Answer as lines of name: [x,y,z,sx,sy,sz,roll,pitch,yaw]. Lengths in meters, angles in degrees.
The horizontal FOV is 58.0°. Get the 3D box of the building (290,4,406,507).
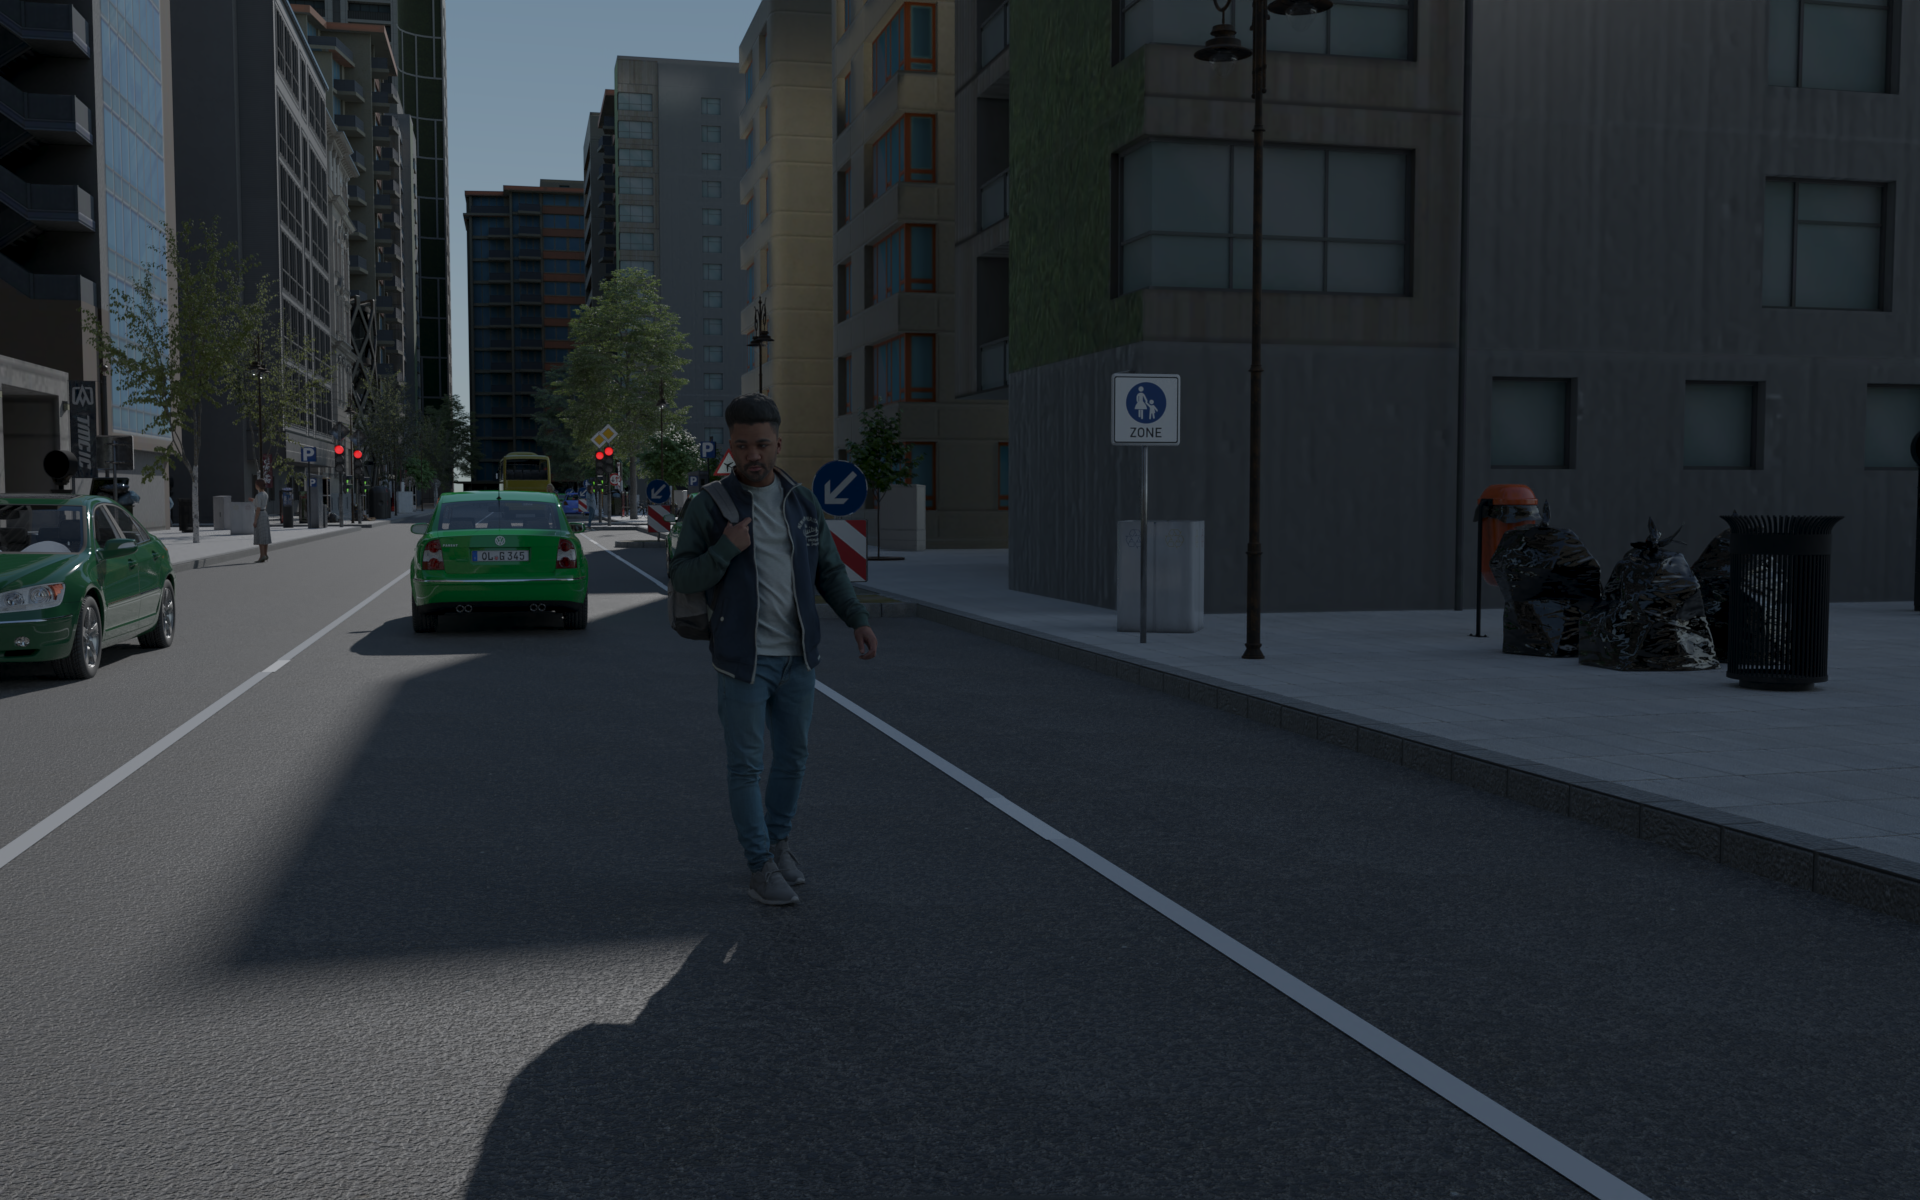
building: [-62.869,-30.768,157.682,22.147,44.769,28.867,-1,4,-14]

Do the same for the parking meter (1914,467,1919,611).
parking meter: [10.645,-0.808,18.918,0.399,1.863,0.255,-3,5,-40]

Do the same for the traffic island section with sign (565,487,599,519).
traffic island section with sign: [-22.108,-5.654,101.073,1.989,1.847,2.006,-1,4,-14]

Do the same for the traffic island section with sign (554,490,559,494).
traffic island section with sign: [-28.833,-7.272,127.519,1.989,1.847,2.006,-1,4,-14]

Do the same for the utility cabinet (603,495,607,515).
utility cabinet: [-20.843,-5.668,103.838,1.020,1.237,0.306,0,4,7]

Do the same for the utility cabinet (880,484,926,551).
utility cabinet: [-1.287,-1.864,39.160,1.173,1.500,0.318,3,5,44]

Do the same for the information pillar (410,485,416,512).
information pillar: [-40.260,-7.523,127.494,0.304,2.012,0.304,2,4,34]

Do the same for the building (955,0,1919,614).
building: [7.034,-20.906,25.404,14.154,41.232,14.086,-1,4,-14]

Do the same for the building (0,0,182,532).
building: [-33.371,-24.649,53.122,14.200,45.320,14.600,-1,4,-14]

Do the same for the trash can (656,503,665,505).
trash can: [-20.987,-6.708,121.321,0.748,1.137,0.748,0,3,0]

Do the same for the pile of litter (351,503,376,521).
pile of litter: [-28.387,-4.184,82.366,1.176,0.858,1.719,-1,4,-16]

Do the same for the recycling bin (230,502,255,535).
recycling bin: [-22.699,-2.588,54.865,0.722,1.027,0.722,-1,4,-16]

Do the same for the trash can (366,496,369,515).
trash can: [-37.249,-5.927,108.555,0.748,1.137,0.748,0,3,0]

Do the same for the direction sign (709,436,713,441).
direction sign: [-9.761,-4.653,68.068,0.379,3.537,0.876,-1,4,-15]

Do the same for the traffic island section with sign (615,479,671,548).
traffic island section with sign: [-8.354,-2.350,47.057,1.989,1.847,2.006,-1,4,-14]

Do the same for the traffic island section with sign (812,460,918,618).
traffic island section with sign: [-1.687,-0.753,20.936,1.989,1.847,2.006,-1,4,-14]

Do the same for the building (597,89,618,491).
building: [-27.703,-32.645,188.378,22.147,44.769,28.867,-1,4,-14]

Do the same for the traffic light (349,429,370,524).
traffic light: [-25.825,-5.232,74.469,0.839,4.253,0.868,-1,4,-14]

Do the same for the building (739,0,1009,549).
building: [8.423,-12.947,56.731,27.650,21.520,28.899,-1,4,-14]

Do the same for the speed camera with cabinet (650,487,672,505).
speed camera with cabinet: [-21.868,-8.092,126.643,0.660,3.252,2.038,-3,5,-44]

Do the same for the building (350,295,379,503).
building: [-52.044,-15.943,128.114,16.820,18.784,16.811,-1,4,-14]

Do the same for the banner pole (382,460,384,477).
banner pole: [-42.743,-8.460,128.343,0.401,3.779,0.863,-2,4,-29]

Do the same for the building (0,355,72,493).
building: [-26.772,-35.955,26.123,20.563,71.187,20.611,-1,4,-14]

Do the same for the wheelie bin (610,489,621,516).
wheelie bin: [-20.262,-5.755,102.001,0.693,1.594,0.980,-3,5,-41]

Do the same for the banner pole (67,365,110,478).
banner pole: [-16.845,-2.671,33.685,0.863,3.779,0.401,-1,4,-18]

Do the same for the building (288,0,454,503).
building: [-80.677,-48.823,236.500,20.611,71.187,20.563,-1,4,-14]

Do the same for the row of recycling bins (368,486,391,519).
row of recycling bins: [-30.333,-5.097,90.442,1.069,1.692,3.534,-1,4,-14]

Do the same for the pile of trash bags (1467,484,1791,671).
pile of trash bags: [5.221,-0.275,14.241,1.912,1.369,3.447,-1,4,-13]

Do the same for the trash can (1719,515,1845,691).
trash can: [5.414,0.012,11.452,0.748,1.137,0.748,0,3,0]

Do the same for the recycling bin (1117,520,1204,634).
recycling bin: [1.896,-0.231,16.327,0.722,1.027,0.722,1,4,16]

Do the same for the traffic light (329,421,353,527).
traffic light: [-23.854,-4.759,66.730,0.839,4.253,0.868,-1,4,-14]

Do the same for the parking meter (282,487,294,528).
parking meter: [-25.519,-3.508,65.760,0.372,1.533,0.369,0,3,0]

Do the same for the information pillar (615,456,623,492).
information pillar: [-21.186,-7.105,107.518,0.504,3.616,0.183,2,4,24]

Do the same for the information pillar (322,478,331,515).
information pillar: [-28.797,-4.538,78.686,0.304,2.012,0.304,0,4,6]

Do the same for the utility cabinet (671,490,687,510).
utility cabinet: [-16.520,-5.706,101.978,1.173,1.500,0.318,3,5,44]

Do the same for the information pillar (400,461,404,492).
information pillar: [-38.292,-7.803,118.941,0.183,3.616,0.504,0,4,0]

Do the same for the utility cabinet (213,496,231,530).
utility cabinet: [-26.389,-3.106,61.944,0.306,1.237,1.020,-3,5,-42]

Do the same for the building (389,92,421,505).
building: [-74.920,-35.417,202.771,21.600,48.544,21.300,-1,4,-14]

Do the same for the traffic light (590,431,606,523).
traffic light: [-16.030,-5.385,76.971,0.839,4.253,0.868,-1,4,-14]

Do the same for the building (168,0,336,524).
building: [-39.639,-17.852,85.390,14.314,27.812,24.014,-1,4,-14]

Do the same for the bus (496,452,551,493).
bus: [-25.451,-6.691,100.951,2.896,3.916,12.252,-1,4,-16]

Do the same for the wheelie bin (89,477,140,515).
wheelie bin: [-15.914,-1.508,32.571,0.980,1.594,0.693,-3,5,-43]

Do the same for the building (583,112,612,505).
building: [-34.678,-36.011,212.480,21.300,48.544,21.600,-1,4,-14]

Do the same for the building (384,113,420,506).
building: [-64.101,-30.336,179.595,14.154,41.232,14.086,-1,4,-14]

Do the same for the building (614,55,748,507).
building: [-26.005,-29.554,166.798,14.154,41.232,14.086,-1,4,-14]

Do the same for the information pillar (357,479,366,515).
information pillar: [-29.773,-4.996,86.184,0.304,2.012,0.304,0,4,5]

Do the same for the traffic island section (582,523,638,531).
traffic island section: [-14.017,-2.879,69.357,2.009,0.180,2.903,-1,4,-14]

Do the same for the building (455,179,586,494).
building: [-56.175,-36.036,243.813,28.867,44.769,22.147,-1,4,-14]

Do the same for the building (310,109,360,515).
building: [-45.649,-19.630,108.338,14.401,28.519,23.554,-1,4,-14]

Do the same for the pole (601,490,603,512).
pole: [-26.064,-8.090,126.116,0.158,3.312,0.155,0,3,0]

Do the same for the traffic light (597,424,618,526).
traffic light: [-14.058,-4.912,69.233,0.839,4.253,0.868,-1,4,-14]

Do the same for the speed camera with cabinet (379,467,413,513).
speed camera with cabinet: [-37.515,-7.392,115.194,2.038,3.252,0.660,-2,4,-32]

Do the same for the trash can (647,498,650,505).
trash can: [-25.739,-8.111,144.260,0.748,1.137,0.748,0,3,0]

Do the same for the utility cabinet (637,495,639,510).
utility cabinet: [-25.703,-7.681,136.747,0.306,1.237,1.020,-3,5,-41]

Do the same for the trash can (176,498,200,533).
trash can: [-25.659,-2.810,57.603,0.748,1.137,0.748,0,3,0]
